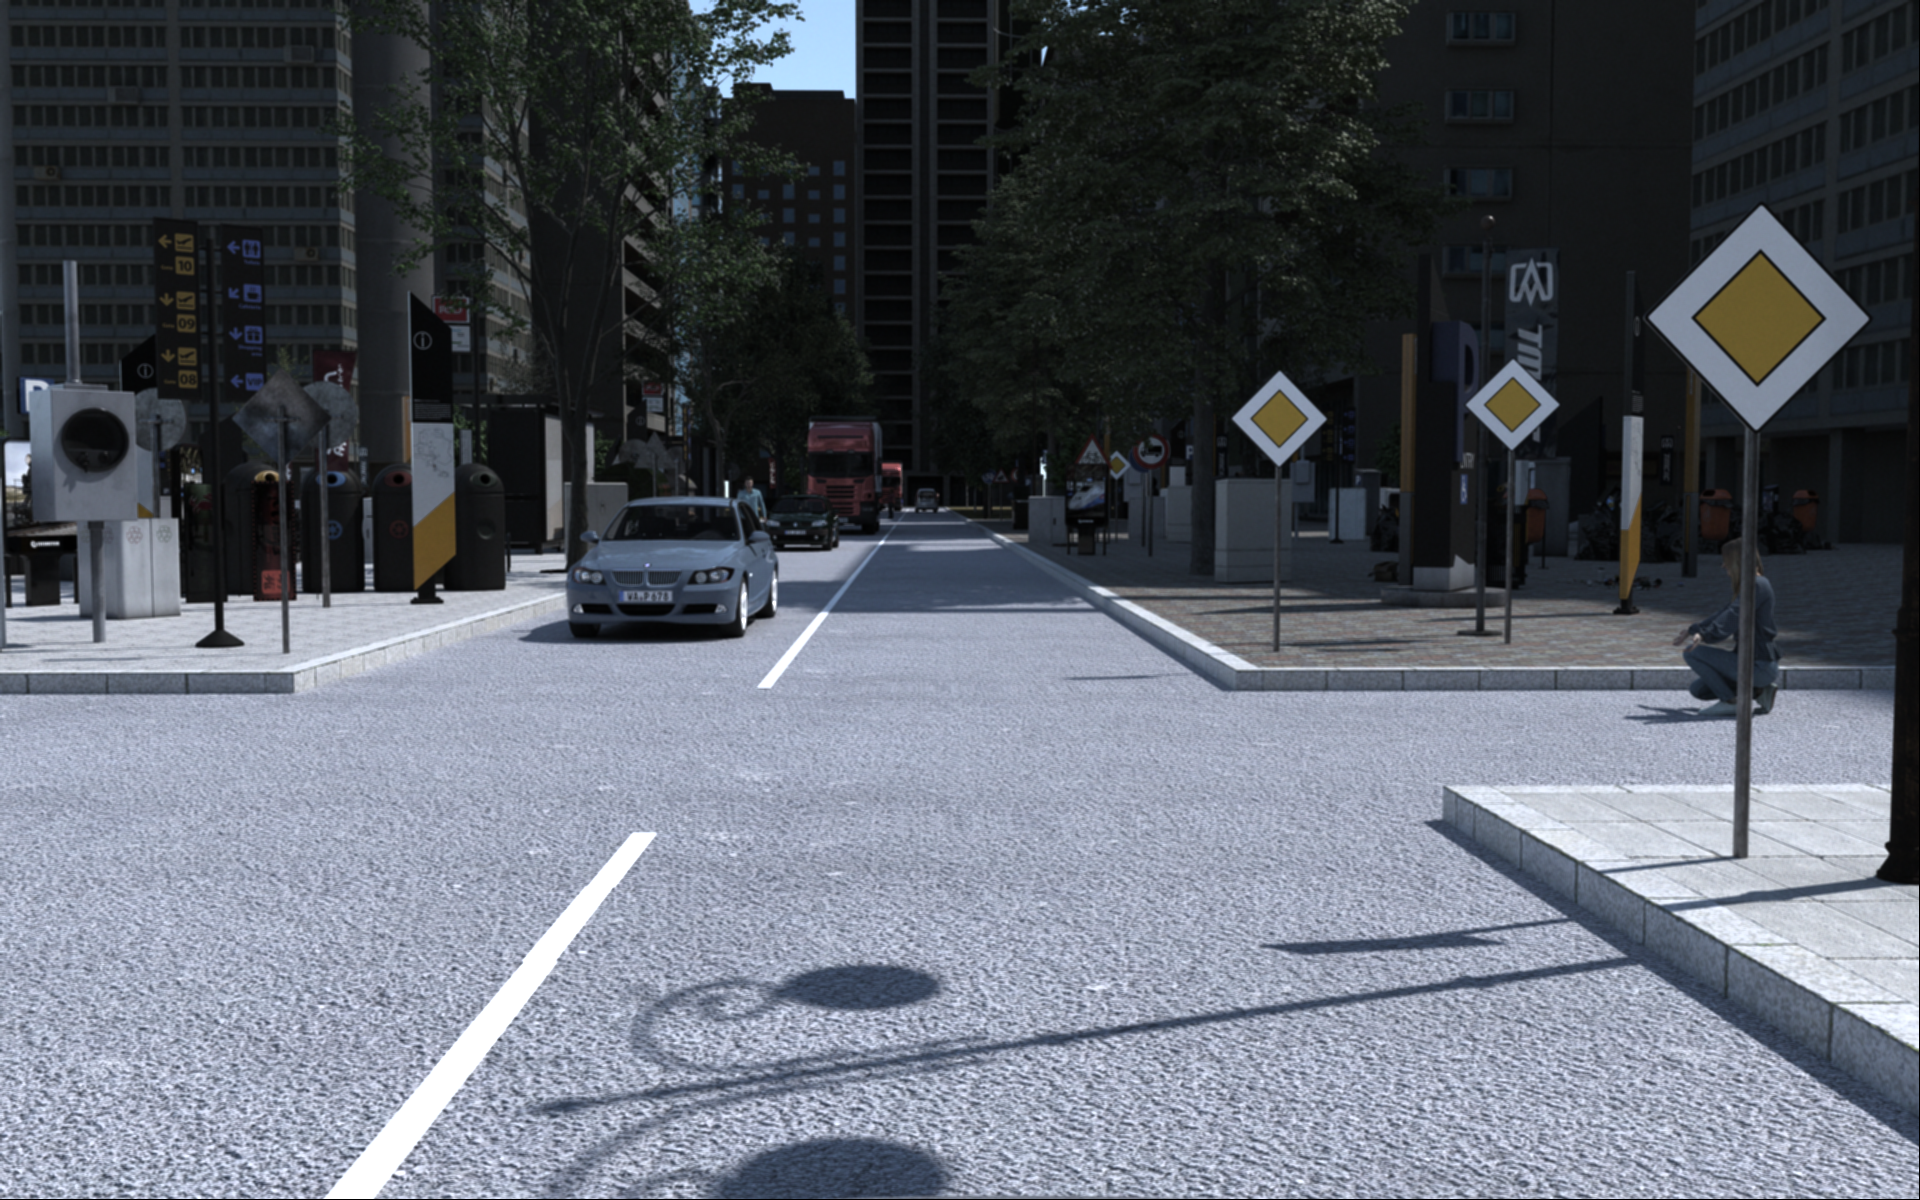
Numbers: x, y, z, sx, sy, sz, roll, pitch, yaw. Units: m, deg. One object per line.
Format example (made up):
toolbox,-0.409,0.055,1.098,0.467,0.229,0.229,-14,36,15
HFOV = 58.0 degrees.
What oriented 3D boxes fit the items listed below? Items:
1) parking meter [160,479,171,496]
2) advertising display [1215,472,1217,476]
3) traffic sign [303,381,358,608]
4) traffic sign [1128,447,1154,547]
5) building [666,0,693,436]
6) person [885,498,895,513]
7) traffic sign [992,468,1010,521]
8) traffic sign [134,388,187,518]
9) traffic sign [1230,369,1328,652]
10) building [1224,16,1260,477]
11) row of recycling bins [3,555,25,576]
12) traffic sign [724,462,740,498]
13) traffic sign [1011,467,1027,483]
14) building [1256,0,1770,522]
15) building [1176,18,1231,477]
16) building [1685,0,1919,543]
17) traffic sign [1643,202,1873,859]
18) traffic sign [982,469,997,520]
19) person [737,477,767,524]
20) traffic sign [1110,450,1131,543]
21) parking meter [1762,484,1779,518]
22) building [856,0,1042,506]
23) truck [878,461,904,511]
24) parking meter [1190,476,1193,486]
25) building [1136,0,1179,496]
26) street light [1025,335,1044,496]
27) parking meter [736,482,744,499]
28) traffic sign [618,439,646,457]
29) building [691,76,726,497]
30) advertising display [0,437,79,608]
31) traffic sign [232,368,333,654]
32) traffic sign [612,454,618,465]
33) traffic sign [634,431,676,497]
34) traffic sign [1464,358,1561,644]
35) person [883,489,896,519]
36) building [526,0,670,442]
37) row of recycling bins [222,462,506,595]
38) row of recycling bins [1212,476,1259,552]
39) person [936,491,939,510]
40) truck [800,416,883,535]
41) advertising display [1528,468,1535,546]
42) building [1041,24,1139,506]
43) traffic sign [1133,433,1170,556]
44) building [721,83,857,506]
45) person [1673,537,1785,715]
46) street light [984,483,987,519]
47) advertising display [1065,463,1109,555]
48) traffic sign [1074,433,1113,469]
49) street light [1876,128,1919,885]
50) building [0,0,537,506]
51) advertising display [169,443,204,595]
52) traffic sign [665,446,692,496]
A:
parking meter,-30.939,-3.777,67.468,0.399,1.863,0.255,-2,4,-32
advertising display,7.190,-2.733,49.896,0.123,1.923,0.974,2,4,27
traffic sign,-7.163,-1.186,19.505,0.768,2.556,0.104,0,4,1
traffic sign,4.478,-2.574,42.189,0.768,2.556,0.104,0,4,2
building,-30.163,-30.145,142.988,14.200,45.320,14.600,0,4,-1
person,-5.303,-7.339,131.721,0.991,1.433,0.599,0,4,5
traffic sign,1.973,-5.076,83.001,0.884,2.594,0.081,0,4,7
traffic sign,-9.642,-1.264,20.770,0.768,2.556,0.104,0,4,5
traffic sign,2.573,-0.636,14.037,0.795,2.450,0.064,0,4,-1
building,22.528,-20.196,101.899,14.160,30.474,14.107,0,4,-1
row of recycling bins,-15.264,-1.166,26.180,1.069,1.692,3.534,0,4,0
traffic sign,-9.179,-4.233,69.312,0.768,2.556,0.104,0,4,1
traffic sign,2.731,-4.891,80.067,0.768,2.556,0.104,0,4,7
building,26.236,-27.802,78.261,21.300,48.544,21.600,0,4,-1
building,22.495,-28.469,115.576,14.600,45.320,14.200,0,4,-1
building,34.119,-21.452,42.627,23.993,40.220,32.217,0,4,-1
traffic sign,2.754,-0.147,6.054,0.795,2.450,0.064,0,4,-1
traffic sign,1.484,-5.315,87.008,0.768,2.556,0.104,0,4,2
person,-4.684,-1.852,38.798,0.660,1.820,0.620,-1,4,-19
traffic sign,4.111,-2.711,45.509,0.795,2.450,0.064,0,4,6
parking meter,20.870,-2.214,44.615,0.372,1.533,0.369,0,3,0
building,-1.131,-46.344,195.980,20.611,71.187,20.563,0,4,-1
truck,-6.184,-9.729,147.984,2.839,4.237,11.283,0,4,-2
parking meter,6.605,-2.605,48.303,0.255,1.863,0.399,3,5,45
building,24.633,-36.380,136.819,21.231,58.520,28.212,0,4,-1
street light,2.175,-4.759,50.591,0.468,5.910,1.993,0,4,-1
parking meter,-10.573,-4.757,83.483,0.399,1.863,0.255,0,4,0
traffic sign,-7.525,-2.444,40.069,0.768,2.556,0.104,0,4,2
building,-41.095,-35.354,197.640,30.456,49.044,23.786,0,4,-1
advertising display,-10.539,-0.895,19.852,0.123,1.923,0.974,2,4,27
traffic sign,-5.420,-0.626,13.877,0.795,2.450,0.064,0,4,-1
traffic sign,-9.412,-2.948,48.205,0.884,2.594,0.081,0,4,8
traffic sign,-6.301,-2.189,35.786,0.884,2.594,0.081,0,3,0
traffic sign,4.686,-0.830,14.759,0.795,2.450,0.064,0,4,8
person,-4.125,-5.648,101.566,0.721,1.743,1.217,-3,4,-38
building,-32.900,-30.513,122.588,21.300,48.544,21.600,0,4,-1
row of recycling bins,-7.828,-0.960,22.809,3.534,1.692,1.069,-1,4,-19
row of recycling bins,6.382,-2.004,39.882,1.069,1.692,3.534,2,4,24
person,-2.051,-8.624,150.203,0.721,1.736,1.217,0,4,-6
truck,-4.235,-4.622,64.477,2.839,4.237,11.283,0,4,-1
advertising display,14.511,-2.313,43.038,0.974,1.923,0.123,-1,4,-15
building,23.040,-37.376,200.343,27.495,52.752,28.713,0,4,-1
traffic sign,3.931,-2.175,35.675,0.768,2.556,0.104,0,4,1
building,-18.439,-33.161,192.292,14.200,45.320,14.600,0,4,-1
person,4.942,0.168,11.254,0.738,1.151,1.012,2,4,32
street light,1.292,-7.056,88.147,0.468,5.910,1.993,0,4,-1
advertising display,2.663,-1.907,36.390,0.974,1.923,0.123,2,4,32
traffic sign,2.823,-2.264,37.026,0.884,2.594,0.081,0,4,4
street light,3.153,-2.006,5.589,0.468,5.910,1.993,0,4,-1
building,-38.468,-24.950,99.813,32.217,40.220,23.993,0,4,-1
advertising display,-9.942,-1.046,22.322,0.123,1.923,0.974,0,4,-7
traffic sign,-7.547,-2.823,46.254,0.768,2.556,0.104,0,4,1
